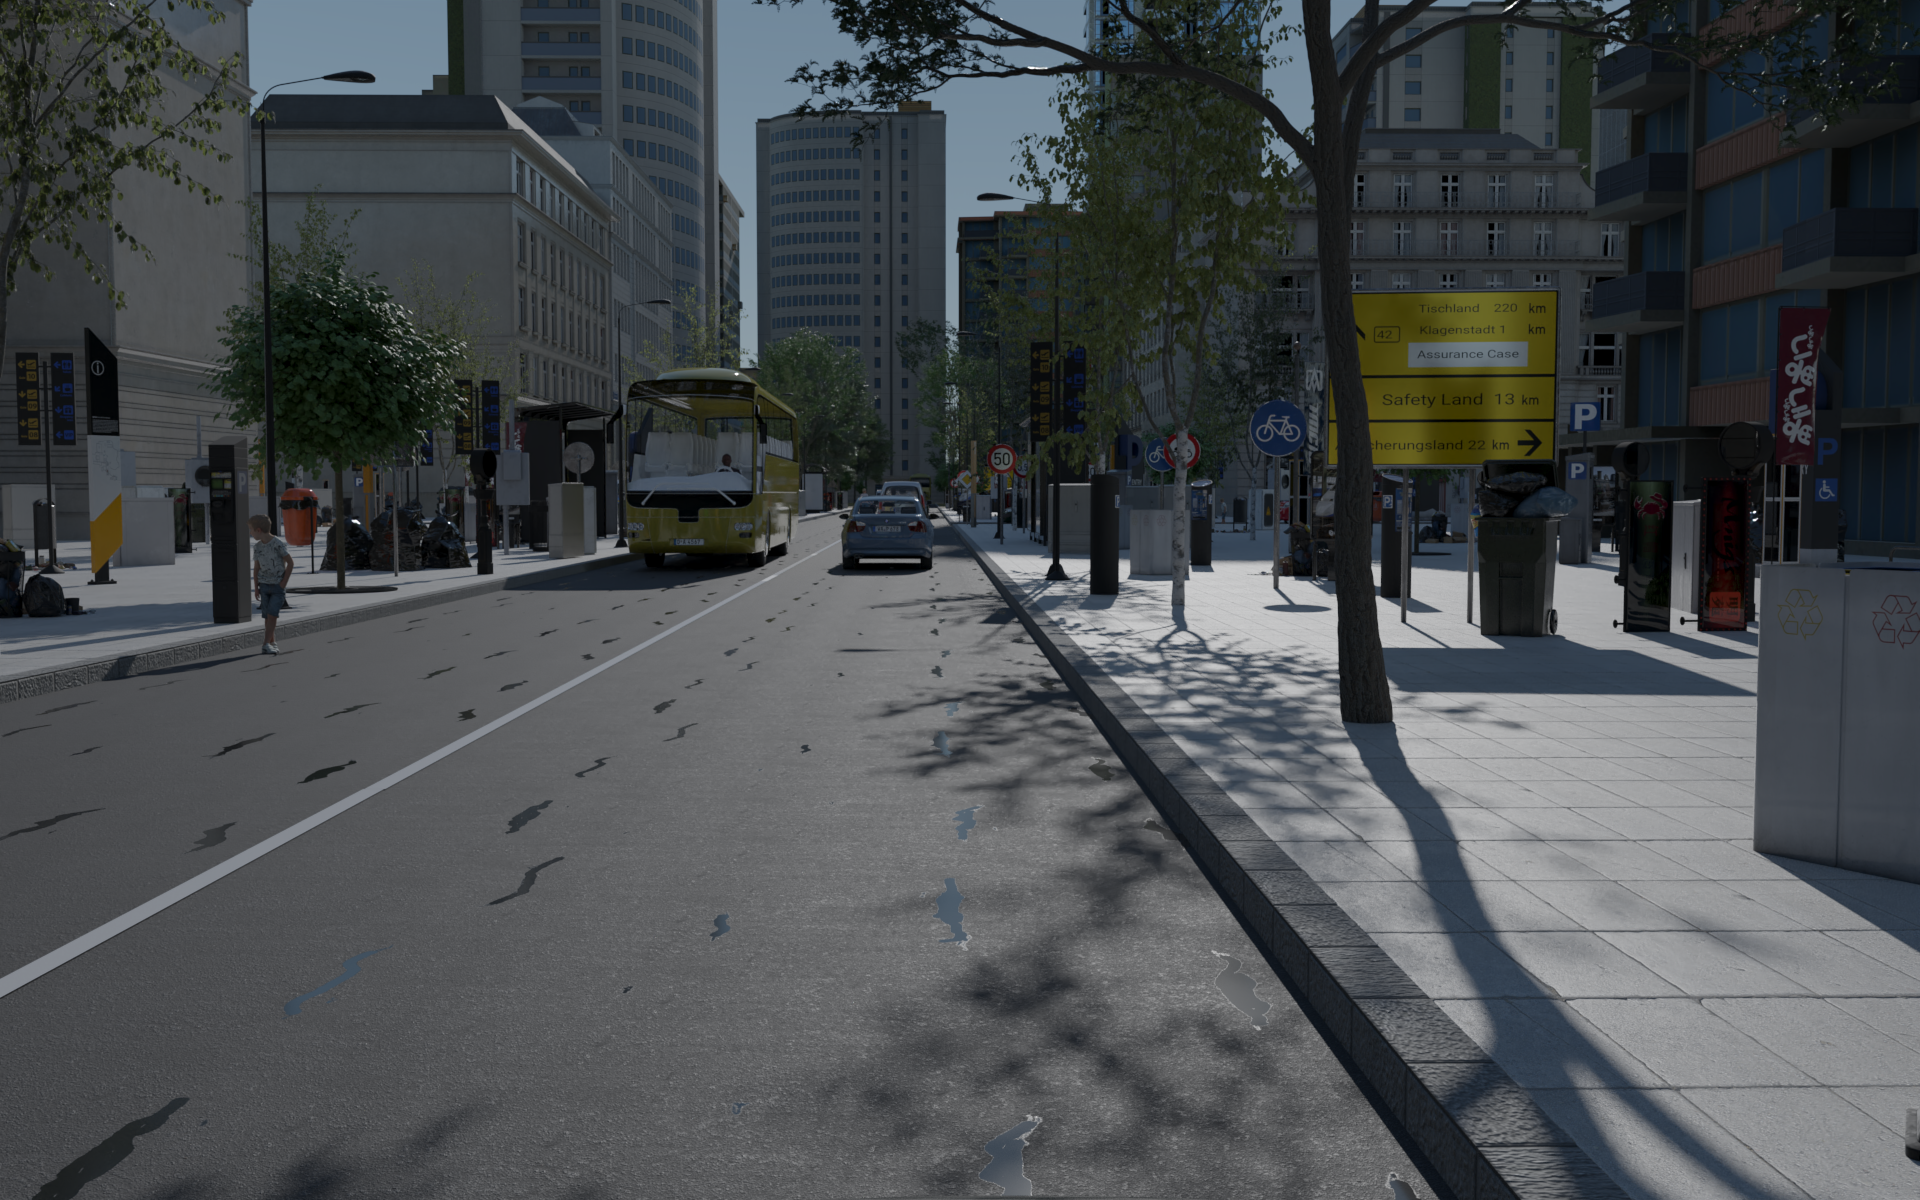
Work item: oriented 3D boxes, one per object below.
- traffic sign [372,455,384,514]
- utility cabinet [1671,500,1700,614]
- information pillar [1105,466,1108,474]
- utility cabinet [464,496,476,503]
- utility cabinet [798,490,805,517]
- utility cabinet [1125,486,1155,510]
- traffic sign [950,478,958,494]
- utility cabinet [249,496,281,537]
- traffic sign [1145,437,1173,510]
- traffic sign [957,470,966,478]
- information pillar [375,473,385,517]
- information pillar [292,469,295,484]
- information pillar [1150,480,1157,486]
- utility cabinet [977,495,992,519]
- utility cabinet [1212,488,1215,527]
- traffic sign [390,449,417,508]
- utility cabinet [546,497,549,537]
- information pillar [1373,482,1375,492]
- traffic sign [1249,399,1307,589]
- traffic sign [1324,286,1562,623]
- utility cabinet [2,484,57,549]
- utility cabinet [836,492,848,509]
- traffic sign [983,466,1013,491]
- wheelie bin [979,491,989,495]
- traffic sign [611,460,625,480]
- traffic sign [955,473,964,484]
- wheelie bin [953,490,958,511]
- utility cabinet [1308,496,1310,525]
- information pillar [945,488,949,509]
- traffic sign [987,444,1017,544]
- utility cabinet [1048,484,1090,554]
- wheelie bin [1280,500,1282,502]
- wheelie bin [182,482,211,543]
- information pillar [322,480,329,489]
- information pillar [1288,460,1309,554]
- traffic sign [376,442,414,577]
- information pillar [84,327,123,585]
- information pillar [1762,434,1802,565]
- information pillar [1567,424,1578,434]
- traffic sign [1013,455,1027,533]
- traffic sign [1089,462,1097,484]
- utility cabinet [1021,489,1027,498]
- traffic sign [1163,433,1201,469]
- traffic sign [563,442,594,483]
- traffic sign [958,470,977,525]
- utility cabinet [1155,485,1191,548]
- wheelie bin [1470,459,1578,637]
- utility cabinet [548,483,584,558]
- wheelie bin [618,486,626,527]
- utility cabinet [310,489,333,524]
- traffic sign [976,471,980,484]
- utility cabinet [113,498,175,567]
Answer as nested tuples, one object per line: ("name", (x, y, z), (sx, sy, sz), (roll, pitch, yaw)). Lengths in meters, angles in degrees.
("traffic sign", (-11.294, -2.061, 33.801), (0.768, 2.556, 0.104), (0, 4, 4))
("utility cabinet", (8.069, -0.481, 19.028), (0.306, 1.237, 1.020), (1, 4, 11))
("information pillar", (11.613, -8.930, 137.354), (0.183, 3.616, 0.504), (-2, 4, -30))
("utility cabinet", (-19.628, -3.581, 69.711), (1.020, 1.237, 0.306), (1, 4, 14))
("utility cabinet", (-9.115, -5.418, 97.268), (0.318, 1.500, 1.173), (2, 4, 28))
("utility cabinet", (5.133, -2.369, 47.411), (1.173, 1.500, 0.318), (0, 4, -2))
("traffic sign", (-0.413, -8.503, 139.124), (0.768, 2.556, 0.104), (0, 4, 3))
("utility cabinet", (-21.111, -2.524, 52.426), (1.020, 1.237, 0.306), (-1, 4, -18))
("traffic sign", (4.528, -2.366, 38.792), (0.768, 2.556, 0.104), (0, 4, 6))
("traffic sign", (0.238, -5.673, 92.855), (0.768, 2.556, 0.104), (0, 3, 0))
("information pillar", (-20.466, -3.463, 61.113), (0.304, 2.012, 0.304), (-1, 4, -15))
("information pillar", (-34.640, -6.033, 89.998), (0.183, 3.616, 0.504), (-1, 4, -14))
("information pillar", (10.410, -5.426, 93.204), (0.304, 2.012, 0.304), (-2, 4, -25))
("utility cabinet", (1.089, -4.683, 87.723), (1.020, 1.237, 0.306), (1, 4, 20))
("utility cabinet", (9.132, -3.513, 66.119), (1.173, 1.500, 0.318), (2, 4, 29))
("traffic sign", (-12.729, -2.403, 39.397), (0.768, 2.556, 0.104), (1, 4, 8))
("utility cabinet", (-9.501, -1.885, 41.980), (1.020, 1.237, 0.306), (1, 4, 15))
("information pillar", (13.490, -4.035, 57.334), (0.504, 3.616, 0.183), (0, 4, 0))
("traffic sign", (4.294, -1.428, 23.450), (0.768, 2.556, 0.104), (0, 4, 4))
("traffic sign", (4.759, -1.426, 17.184), (2.265, 3.308, 0.079), (0, 4, 6))
("utility cabinet", (-21.408, -1.905, 39.833), (0.318, 1.500, 1.173), (1, 4, 21))
("utility cabinet", (-10.257, -8.643, 149.999), (0.318, 1.500, 1.173), (3, 5, 43))
("traffic sign", (2.836, -8.144, 127.023), (2.265, 3.308, 0.079), (0, 4, 5))
("wheelie bin", (1.560, -6.657, 116.752), (0.693, 1.594, 0.980), (1, 4, 18))
("traffic sign", (-12.568, -3.929, 64.349), (0.768, 2.556, 0.104), (0, 4, -1))
("traffic sign", (0.150, -4.682, 80.187), (0.795, 2.450, 0.064), (0, 4, -1))
("wheelie bin", (-0.206, -7.439, 129.543), (0.693, 1.594, 0.980), (0, 4, -1))
("utility cabinet", (14.347, -3.511, 68.571), (1.020, 1.237, 0.306), (0, 4, 8))
("information pillar", (-1.105, -9.053, 152.500), (0.304, 2.012, 0.304), (1, 4, 12))
("traffic sign", (1.064, -2.687, 44.030), (0.768, 2.556, 0.104), (0, 4, -1))
("utility cabinet", (2.460, -1.733, 37.017), (1.173, 1.500, 0.318), (2, 4, 32))
("wheelie bin", (15.831, -4.772, 85.934), (0.980, 1.594, 0.693), (-1, 4, -16))
("wheelie bin", (-20.236, -2.326, 45.940), (0.693, 1.594, 0.980), (3, 5, 41))
("information pillar", (-32.777, -5.200, 89.511), (0.304, 2.012, 0.304), (-2, 4, -25))
("information pillar", (7.266, -1.998, 37.161), (0.304, 2.012, 0.304), (-2, 4, -31))
("traffic sign", (-8.760, -1.512, 26.856), (0.606, 2.300, 0.079), (0, 4, 2))
("information pillar", (-12.162, -2.033, 24.590), (0.183, 3.616, 0.504), (2, 4, 24))
("information pillar", (10.063, -1.022, 21.202), (0.304, 2.012, 0.304), (-1, 4, -19))
("information pillar", (20.472, -4.063, 57.790), (0.504, 3.616, 0.183), (0, 4, 1))
("traffic sign", (2.082, -3.439, 56.335), (0.768, 2.556, 0.104), (0, 3, 0))
("traffic sign", (5.153, -4.202, 68.808), (0.768, 2.556, 0.104), (0, 4, 7))
("utility cabinet", (3.395, -4.358, 79.930), (1.173, 1.500, 0.318), (-2, 4, -33))
("traffic sign", (4.563, -2.178, 35.710), (0.768, 2.556, 0.104), (0, 4, 1))
("traffic sign", (-9.333, -2.587, 42.399), (0.768, 2.556, 0.104), (0, 4, 0))
("traffic sign", (0.302, -4.193, 72.204), (0.795, 2.450, 0.064), (0, 4, -1))
("utility cabinet", (5.274, -1.968, 40.852), (1.173, 1.500, 0.318), (1, 4, 11))
("wheelie bin", (5.096, -0.479, 15.745), (0.980, 1.594, 0.693), (2, 4, 29))
("utility cabinet", (-7.885, -1.588, 34.649), (0.318, 1.500, 1.173), (0, 4, 8))
("wheelie bin", (-13.253, -3.587, 66.562), (0.980, 1.594, 0.693), (3, 4, 38))
("utility cabinet", (-26.851, -3.891, 72.302), (1.173, 1.500, 0.318), (-2, 4, -33))
("traffic sign", (0.767, -5.470, 89.433), (0.884, 2.594, 0.081), (0, 4, 2))
("utility cabinet", (-14.657, -1.218, 31.077), (0.306, 1.237, 1.020), (3, 4, 36))
